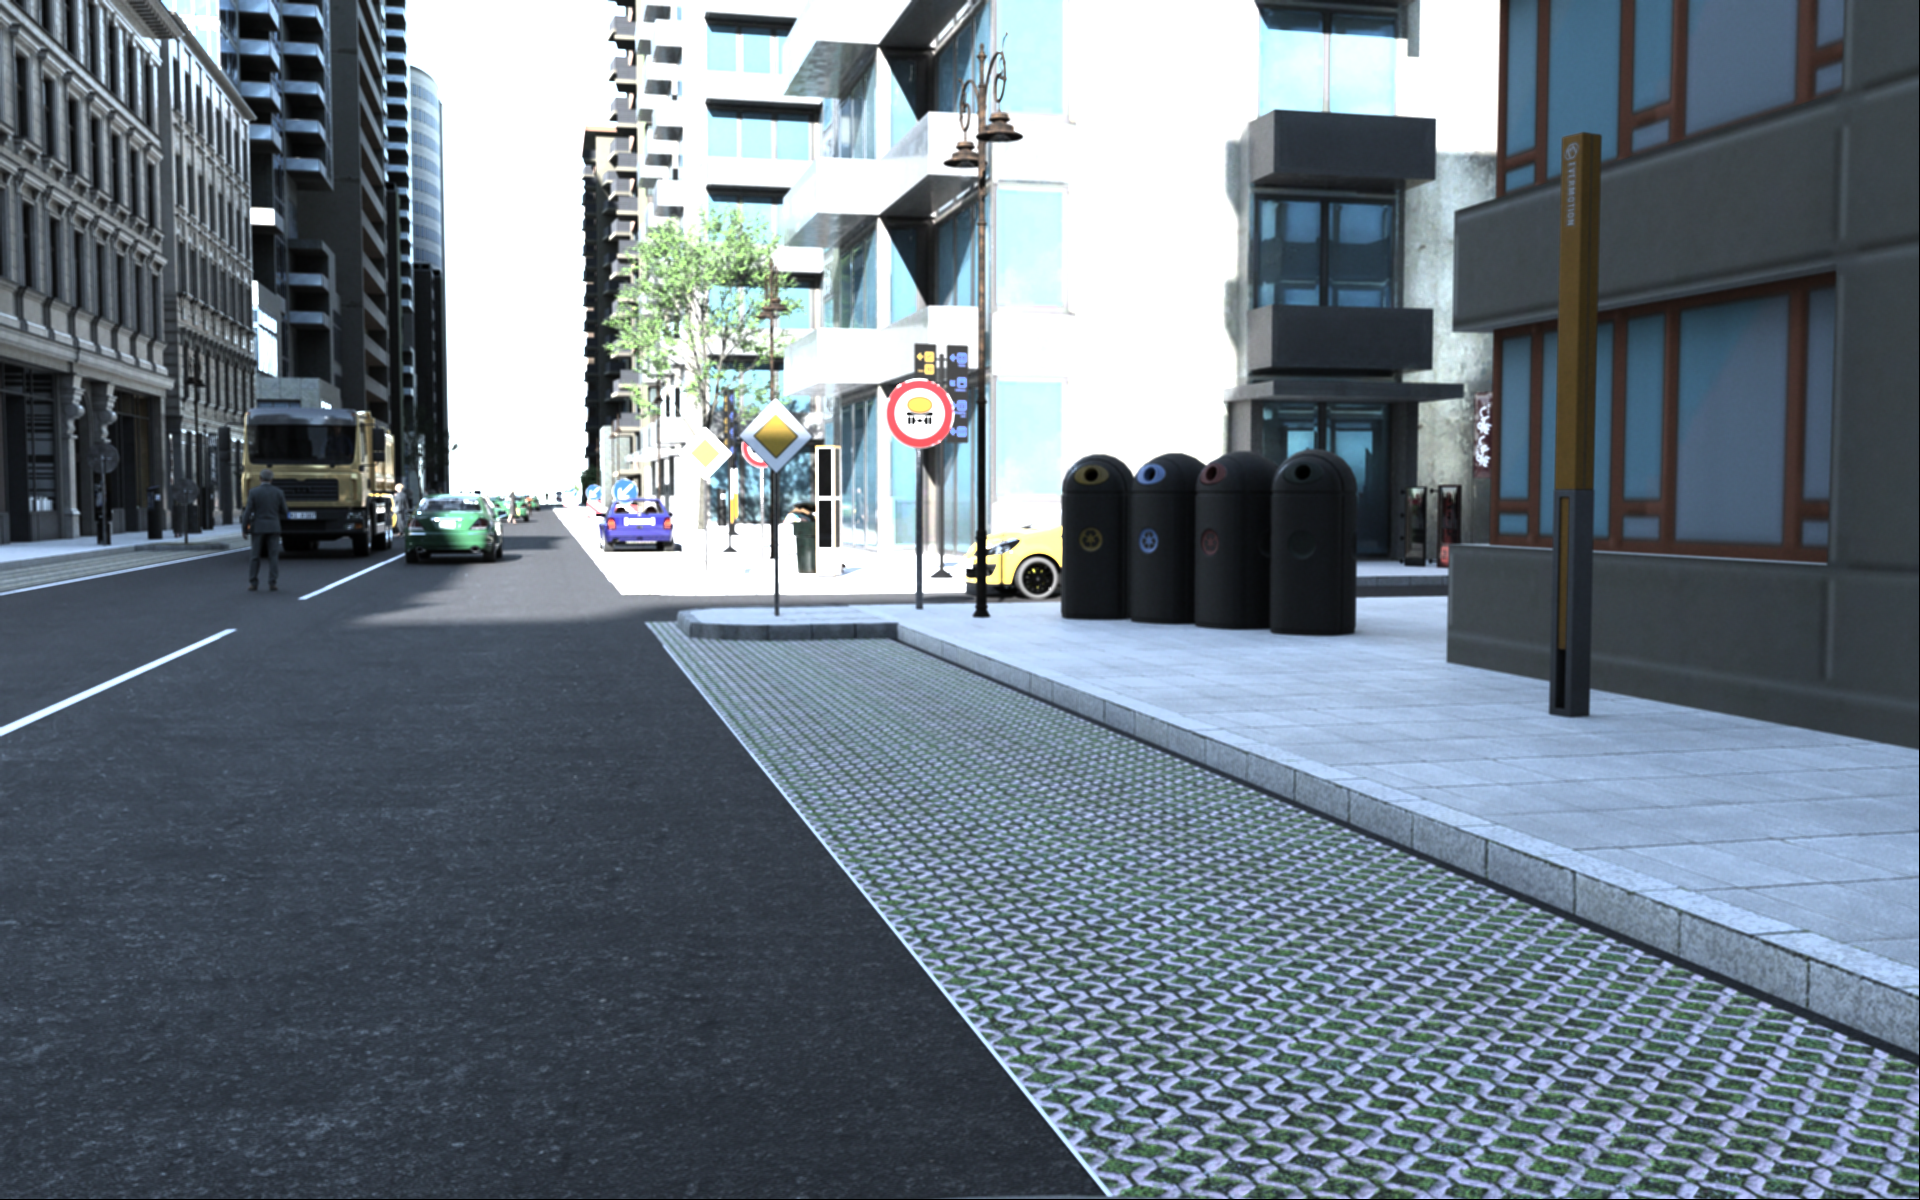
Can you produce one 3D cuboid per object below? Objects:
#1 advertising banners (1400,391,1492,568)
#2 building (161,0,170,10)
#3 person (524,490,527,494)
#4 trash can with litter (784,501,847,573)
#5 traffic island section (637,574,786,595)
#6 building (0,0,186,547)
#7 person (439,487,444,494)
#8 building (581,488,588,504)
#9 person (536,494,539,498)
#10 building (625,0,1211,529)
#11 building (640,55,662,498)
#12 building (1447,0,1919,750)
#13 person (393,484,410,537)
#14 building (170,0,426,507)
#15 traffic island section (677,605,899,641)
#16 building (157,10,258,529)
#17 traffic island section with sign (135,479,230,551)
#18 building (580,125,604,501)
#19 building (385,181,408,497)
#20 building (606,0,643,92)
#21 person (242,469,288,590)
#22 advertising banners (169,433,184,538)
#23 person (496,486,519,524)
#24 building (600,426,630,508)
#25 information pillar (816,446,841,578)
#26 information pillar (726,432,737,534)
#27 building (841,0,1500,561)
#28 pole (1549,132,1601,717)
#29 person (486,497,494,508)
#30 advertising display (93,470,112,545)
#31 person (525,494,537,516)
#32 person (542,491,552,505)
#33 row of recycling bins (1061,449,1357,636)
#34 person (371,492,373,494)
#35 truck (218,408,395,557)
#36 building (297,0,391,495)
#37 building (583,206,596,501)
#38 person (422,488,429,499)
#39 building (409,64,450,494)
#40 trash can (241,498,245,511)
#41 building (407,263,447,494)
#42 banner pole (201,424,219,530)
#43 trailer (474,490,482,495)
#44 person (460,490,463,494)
[{"bbox_3d":[8.489,-2.073,30.087,0.090,3.025,2.074,-2,4,-34],"label":"advertising banners"},{"bbox_3d":[-50.001,-48.535,106.214,22.319,86.520,31.000,-1,4,-14],"label":"building"},{"bbox_3d":[-38.915,-8.956,154.900,0.705,1.831,1.348,-1,4,-12],"label":"person"},{"bbox_3d":[-2.328,-1.022,28.103,0.624,1.170,1.055,2,4,29],"label":"trash can with litter"},{"bbox_3d":[-3.792,-0.230,26.045,2.009,0.180,2.903,-1,4,-14],"label":"traffic island section"},{"bbox_3d":[-27.867,-11.633,41.105,10.553,20.767,40.483,-1,4,-14],"label":"building"},{"bbox_3d":[-27.638,-5.100,92.224,0.374,1.781,0.599,0,4,6],"label":"person"},{"bbox_3d":[-34.519,-33.061,232.427,32.217,40.220,23.993,-1,4,-14],"label":"building"},{"bbox_3d":[-57.069,-13.559,233.450,1.065,1.426,0.557,2,4,27],"label":"person"},{"bbox_3d":[-4.465,-28.544,86.303,23.786,49.044,30.456,-1,4,-14],"label":"building"},{"bbox_3d":[-12.942,-20.619,108.814,14.160,30.474,14.107,-1,4,-14],"label":"building"},{"bbox_3d":[20.546,-9.586,1.778,27.650,21.520,28.899,-1,4,-14],"label":"building"},{"bbox_3d":[-18.642,-2.993,57.864,0.534,1.772,0.576,0,4,-1],"label":"person"},{"bbox_3d":[-70.213,-53.556,188.314,22.319,86.520,31.000,-1,4,-14],"label":"building"},{"bbox_3d":[-1.913,0.244,18.284,2.009,0.180,2.903,-1,4,-14],"label":"traffic island section"},{"bbox_3d":[-34.879,-13.507,69.988,9.793,20.994,18.267,-1,4,-14],"label":"building"},{"bbox_3d":[-19.847,-2.183,44.316,1.989,1.847,2.006,-1,4,-14],"label":"traffic island section with sign"},{"bbox_3d":[-33.384,-33.688,205.421,22.147,44.769,28.867,-1,4,-14],"label":"building"},{"bbox_3d":[-56.814,-23.267,152.120,14.160,30.474,14.107,-1,4,-14],"label":"building"},{"bbox_3d":[-14.844,-29.076,130.012,22.147,44.769,28.867,-1,4,-14],"label":"building"},{"bbox_3d":[-10.397,-1.053,25.887,0.661,1.801,0.590,-2,4,-32],"label":"person"},{"bbox_3d":[-23.091,-3.353,51.013,0.090,3.025,2.074,-1,4,-16],"label":"advertising banners"},{"bbox_3d":[-21.536,-4.492,82.163,0.699,1.804,1.509,3,5,43],"label":"person"},{"bbox_3d":[-21.523,-51.737,158.576,22.319,86.520,31.000,-1,4,-14],"label":"building"},{"bbox_3d":[-2.015,-1.351,26.577,0.304,2.012,0.304,1,4,17],"label":"information pillar"},{"bbox_3d":[-7.209,-3.882,54.830,0.183,3.616,0.504,-2,4,-35],"label":"information pillar"},{"bbox_3d":[10.742,-25.879,42.723,30.456,49.044,23.786,-1,4,-14],"label":"building"},{"bbox_3d":[3.534,-0.985,9.948,0.158,3.312,0.155,0,3,0],"label":"pole"},{"bbox_3d":[-20.962,-3.934,77.106,0.425,1.301,0.394,0,4,-1],"label":"person"},{"bbox_3d":[-21.692,-2.362,43.837,0.123,1.923,0.974,-3,5,-43],"label":"advertising display"},{"bbox_3d":[-28.484,-6.281,114.454,1.065,1.426,0.557,-1,4,-22],"label":"person"},{"bbox_3d":[-52.364,-12.930,219.529,1.348,1.869,0.705,-1,4,-23],"label":"person"},{"bbox_3d":[2.385,-0.610,17.084,1.069,1.692,3.534,-3,5,-42],"label":"row of recycling bins"},{"bbox_3d":[-26.546,-4.227,77.735,0.709,1.813,0.853,0,4,6],"label":"person"},{"bbox_3d":[-15.309,-2.797,41.651,3.469,3.379,9.791,-1,4,-14],"label":"truck"},{"bbox_3d":[-56.271,-31.160,133.160,21.300,48.544,21.600,-1,4,-14],"label":"building"},{"bbox_3d":[-46.759,-36.651,249.347,14.600,45.320,14.200,-1,4,-14],"label":"building"},{"bbox_3d":[-29.488,-5.304,95.553,0.374,1.781,0.599,-2,4,-27],"label":"person"},{"bbox_3d":[-80.561,-42.238,232.596,21.231,58.520,28.212,-1,4,-14],"label":"building"},{"bbox_3d":[-27.041,-3.327,66.055,0.748,1.137,0.748,0,3,0],"label":"trash can"},{"bbox_3d":[-71.057,-26.990,212.981,14.160,30.474,14.107,-1,4,-14],"label":"building"},{"bbox_3d":[-26.865,-4.408,62.089,0.401,3.779,0.863,1,4,16],"label":"banner pole"},{"bbox_3d":[-69.685,-14.867,250.125,1.471,1.999,3.904,-1,4,-12],"label":"trailer"},{"bbox_3d":[-40.129,-7.988,139.840,0.721,1.736,1.217,-1,4,-20],"label":"person"}]
